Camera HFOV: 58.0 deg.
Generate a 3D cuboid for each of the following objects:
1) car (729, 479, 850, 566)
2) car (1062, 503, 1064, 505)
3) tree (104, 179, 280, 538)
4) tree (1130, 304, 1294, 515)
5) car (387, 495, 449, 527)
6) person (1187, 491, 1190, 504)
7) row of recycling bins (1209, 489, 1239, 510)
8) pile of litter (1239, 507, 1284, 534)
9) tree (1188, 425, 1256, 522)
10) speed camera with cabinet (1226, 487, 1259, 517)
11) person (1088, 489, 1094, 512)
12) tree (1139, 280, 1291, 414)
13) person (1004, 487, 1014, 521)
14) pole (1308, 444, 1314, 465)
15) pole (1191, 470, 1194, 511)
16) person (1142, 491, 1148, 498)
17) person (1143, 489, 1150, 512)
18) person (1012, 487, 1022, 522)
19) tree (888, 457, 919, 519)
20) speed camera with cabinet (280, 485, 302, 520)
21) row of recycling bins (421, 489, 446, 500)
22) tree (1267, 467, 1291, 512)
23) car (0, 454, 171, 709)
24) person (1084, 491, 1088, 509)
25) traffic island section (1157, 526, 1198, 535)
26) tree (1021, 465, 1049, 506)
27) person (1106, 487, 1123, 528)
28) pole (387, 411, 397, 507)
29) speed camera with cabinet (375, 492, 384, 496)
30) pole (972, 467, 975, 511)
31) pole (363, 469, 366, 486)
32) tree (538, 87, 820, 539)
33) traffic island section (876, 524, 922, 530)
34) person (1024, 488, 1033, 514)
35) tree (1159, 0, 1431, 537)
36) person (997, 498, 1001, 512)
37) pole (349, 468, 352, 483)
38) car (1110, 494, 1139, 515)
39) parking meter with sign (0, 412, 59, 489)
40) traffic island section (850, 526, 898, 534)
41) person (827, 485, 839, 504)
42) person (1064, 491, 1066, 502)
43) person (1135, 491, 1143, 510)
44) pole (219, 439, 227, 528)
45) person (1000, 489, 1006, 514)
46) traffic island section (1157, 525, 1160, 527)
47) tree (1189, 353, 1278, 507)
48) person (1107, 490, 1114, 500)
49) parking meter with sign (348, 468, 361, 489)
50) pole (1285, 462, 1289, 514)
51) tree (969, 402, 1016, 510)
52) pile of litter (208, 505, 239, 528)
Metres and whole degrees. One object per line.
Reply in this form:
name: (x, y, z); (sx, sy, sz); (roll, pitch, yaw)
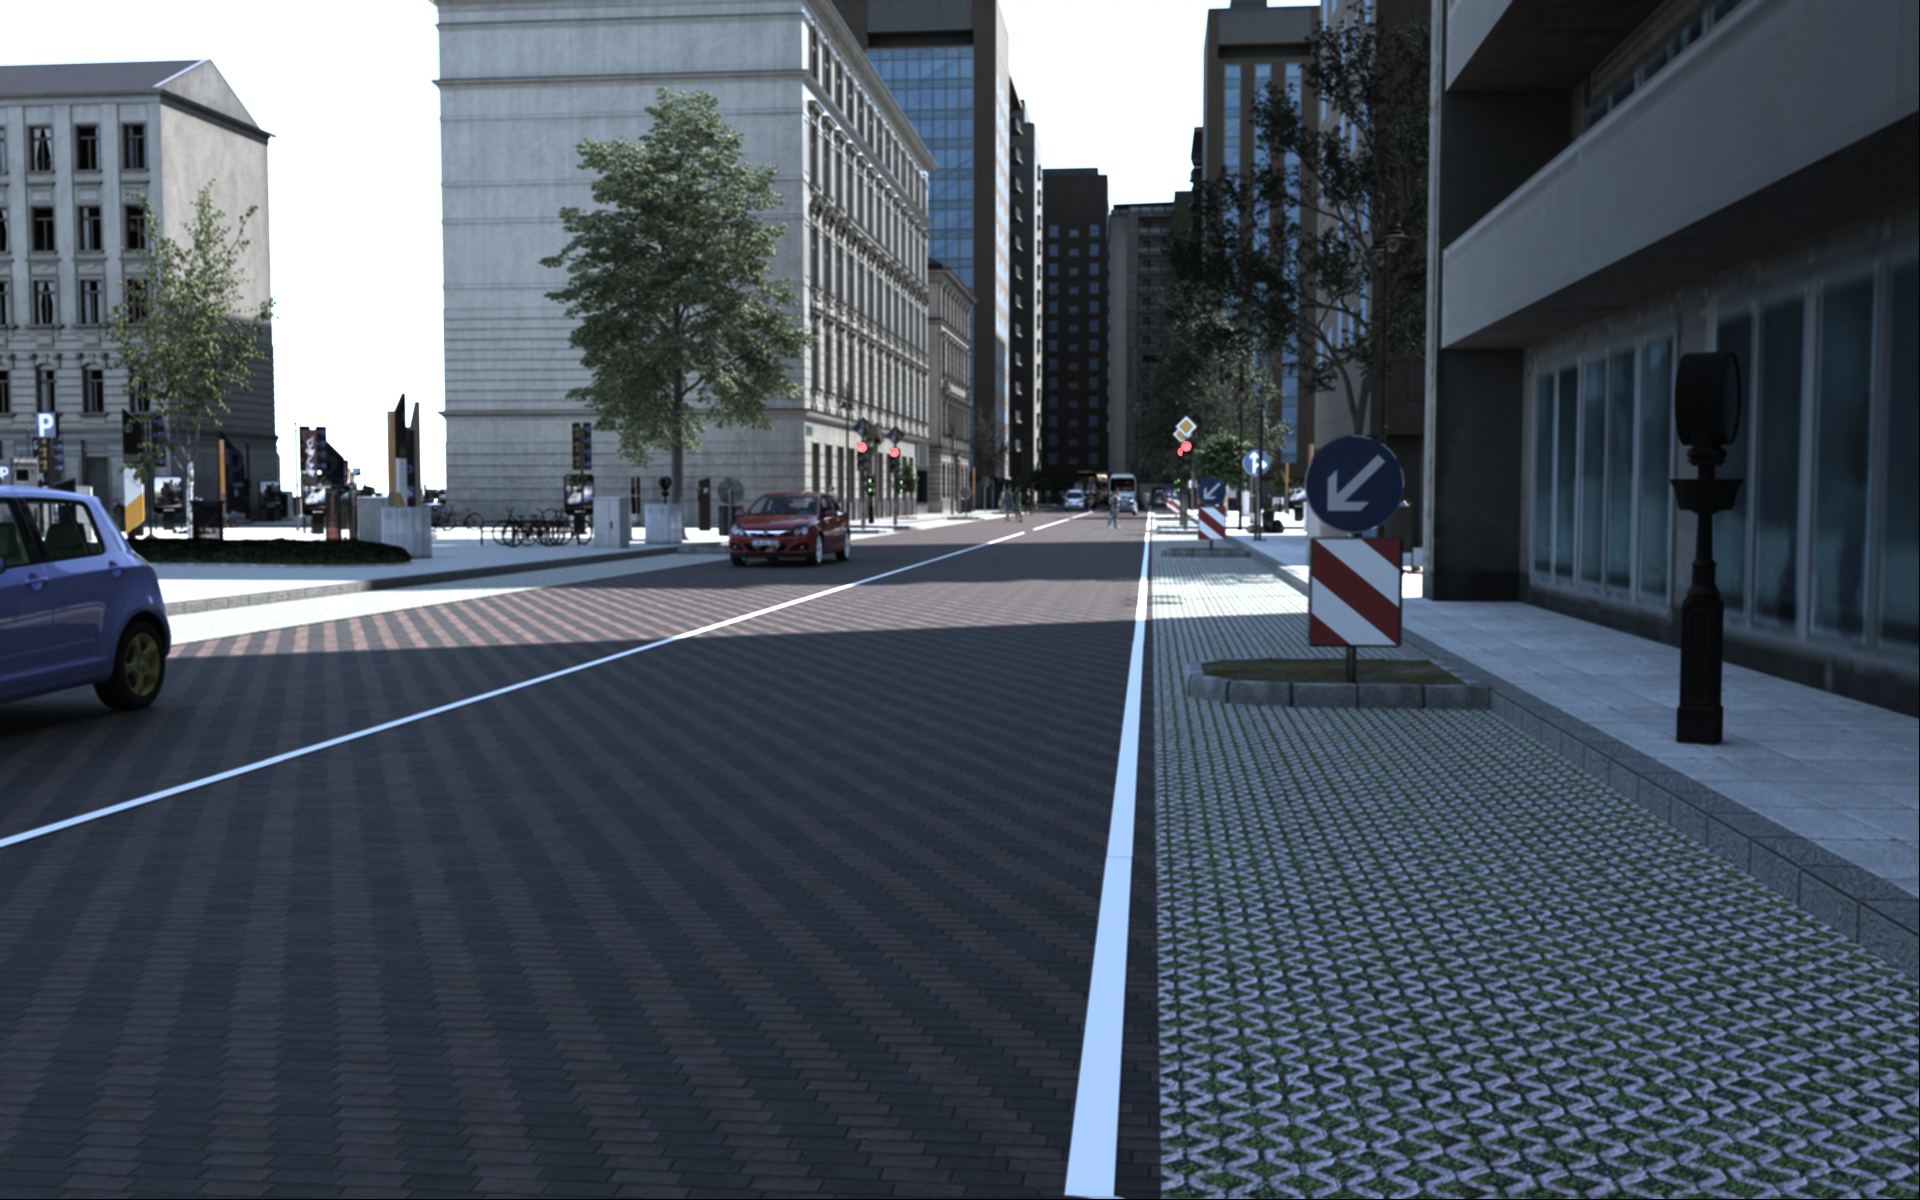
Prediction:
car: (-3.491, -1.644, 35.919); (2.155, 1.783, 4.494); (0, 4, 8)
car: (13.652, -12.779, 218.533); (1.945, 1.707, 3.694); (0, 4, 5)
tree: (-18.271, -5.540, 40.943); (4.737, 8.622, 4.395); (0, 3, 0)
tree: (14.899, -11.450, 104.209); (9.611, 12.733, 9.660); (0, 3, 0)
car: (-23.088, -3.570, 70.367); (4.499, 1.417, 2.014); (1, 4, 8)
person: (29.667, -13.302, 225.624); (0.705, 1.869, 1.348); (3, 5, 43)
row of recycling bins: (20.894, -7.932, 136.798); (1.069, 1.692, 3.534); (-3, 5, -44)
pile of litter: (9.883, -2.611, 56.649); (1.719, 0.858, 1.176); (-1, 4, -17)
tree: (12.442, -5.975, 81.413); (4.285, 4.588, 4.351); (0, 3, 0)
speed camera with cabinet: (15.758, -6.273, 96.900); (2.038, 3.252, 0.660); (0, 4, -3)
person: (10.549, -8.020, 139.597); (0.573, 1.828, 0.580); (-1, 4, -16)
tree: (20.914, -17.460, 141.361); (12.611, 20.169, 13.585); (0, 3, 0)
person: (2.533, -5.095, 91.834); (0.581, 1.822, 0.654); (3, 5, 44)
pole: (14.234, -4.676, 70.292); (0.158, 3.312, 0.155); (0, 3, 0)
pole: (17.895, -8.540, 133.477); (0.158, 3.312, 0.155); (0, 3, 0)
person: (23.139, -12.628, 214.972); (1.348, 1.824, 0.705); (-3, 5, -41)
person: (15.214, -8.122, 141.386); (0.635, 1.810, 0.391); (-2, 4, -35)
person: (2.970, -4.849, 88.029); (0.529, 1.795, 0.600); (-2, 4, -26)
tree: (-2.735, -5.870, 90.574); (1.663, 3.219, 1.824); (0, 3, 0)
speed camera with cabinet: (-33.055, -5.597, 85.838); (2.038, 3.252, 0.660); (-1, 4, -13)
row of recycling bins: (-39.948, -7.603, 131.425); (3.534, 1.692, 1.069); (3, 5, 42)
tree: (22.952, -7.886, 123.531); (1.663, 3.219, 1.824); (0, 3, 0)
car: (-6.373, -0.045, 10.330); (1.945, 1.707, 3.694); (0, 4, 4)
person: (12.104, -9.823, 169.644); (0.750, 1.759, 0.617); (-1, 4, -9)
traffic island section: (8.112, -2.438, 62.142); (2.009, 0.180, 2.903); (0, 4, 6)
tree: (8.347, -12.791, 192.854); (4.285, 4.588, 4.351); (0, 3, 0)
person: (6.514, -3.889, 72.930); (0.643, 1.720, 0.563); (1, 4, 17)
pole: (-13.921, -2.974, 42.474); (0.158, 3.312, 0.155); (0, 3, 0)
speed camera with cabinet: (-44.926, -8.607, 135.063); (2.038, 3.252, 0.660); (-1, 4, -23)
pole: (1.020, -8.341, 130.220); (0.158, 3.312, 0.155); (0, 3, 0)
pole: (-47.997, -8.921, 139.708); (0.158, 3.312, 0.155); (0, 3, 0)
tree: (-7.832, -7.982, 48.629); (7.486, 12.596, 7.792); (0, 3, 0)
traffic island section: (-2.682, -3.002, 71.368); (2.009, 0.180, 2.903); (0, 4, 6)
person: (4.858, -6.985, 122.478); (0.659, 1.850, 0.755); (-2, 4, -33)
tree: (7.473, -6.044, 33.236); (8.767, 10.594, 7.601); (2, 4, 32)
person: (2.866, -6.854, 125.584); (0.382, 1.210, 0.505); (-3, 5, -44)
pole: (-47.773, -8.678, 135.721); (0.158, 3.312, 0.155); (0, 3, 0)
car: (11.211, -6.503, 118.330); (2.014, 1.417, 4.499); (0, 4, 8)
parking meter with sign: (-19.729, -2.444, 36.224); (0.543, 3.016, 1.738); (1, 4, 19)
traffic island section: (-3.558, -2.517, 63.431); (2.009, 0.180, 2.903); (0, 4, 6)
person: (-4.987, -3.532, 66.643); (0.834, 1.777, 0.661); (3, 4, 36)
person: (12.663, -12.231, 208.488); (1.348, 1.823, 0.705); (3, 4, 39)
person: (15.893, -8.799, 153.046); (1.217, 1.739, 0.721); (-2, 4, -32)
pole: (-27.569, -4.336, 64.744); (0.158, 3.312, 0.155); (0, 3, 0)
person: (3.000, -6.872, 120.960); (0.391, 1.810, 0.635); (-2, 4, -29)
traffic island section: (8.988, -2.923, 70.079); (2.009, 0.180, 2.903); (0, 4, 6)
tree: (14.132, -8.580, 90.653); (4.360, 8.622, 3.978); (0, 3, 0)
person: (13.759, -8.995, 155.559); (0.705, 1.826, 1.348); (-3, 4, -37)
parking meter with sign: (-39.578, -7.127, 112.786); (0.543, 3.016, 1.738); (0, 4, 2)
pole: (21.042, -7.194, 111.458); (0.158, 3.312, 0.155); (0, 3, 0)
tree: (2.223, -11.531, 138.897); (4.360, 8.622, 3.978); (0, 3, 0)
pile of litter: (-28.095, -3.196, 66.215); (1.176, 0.858, 1.719); (1, 4, 12)
